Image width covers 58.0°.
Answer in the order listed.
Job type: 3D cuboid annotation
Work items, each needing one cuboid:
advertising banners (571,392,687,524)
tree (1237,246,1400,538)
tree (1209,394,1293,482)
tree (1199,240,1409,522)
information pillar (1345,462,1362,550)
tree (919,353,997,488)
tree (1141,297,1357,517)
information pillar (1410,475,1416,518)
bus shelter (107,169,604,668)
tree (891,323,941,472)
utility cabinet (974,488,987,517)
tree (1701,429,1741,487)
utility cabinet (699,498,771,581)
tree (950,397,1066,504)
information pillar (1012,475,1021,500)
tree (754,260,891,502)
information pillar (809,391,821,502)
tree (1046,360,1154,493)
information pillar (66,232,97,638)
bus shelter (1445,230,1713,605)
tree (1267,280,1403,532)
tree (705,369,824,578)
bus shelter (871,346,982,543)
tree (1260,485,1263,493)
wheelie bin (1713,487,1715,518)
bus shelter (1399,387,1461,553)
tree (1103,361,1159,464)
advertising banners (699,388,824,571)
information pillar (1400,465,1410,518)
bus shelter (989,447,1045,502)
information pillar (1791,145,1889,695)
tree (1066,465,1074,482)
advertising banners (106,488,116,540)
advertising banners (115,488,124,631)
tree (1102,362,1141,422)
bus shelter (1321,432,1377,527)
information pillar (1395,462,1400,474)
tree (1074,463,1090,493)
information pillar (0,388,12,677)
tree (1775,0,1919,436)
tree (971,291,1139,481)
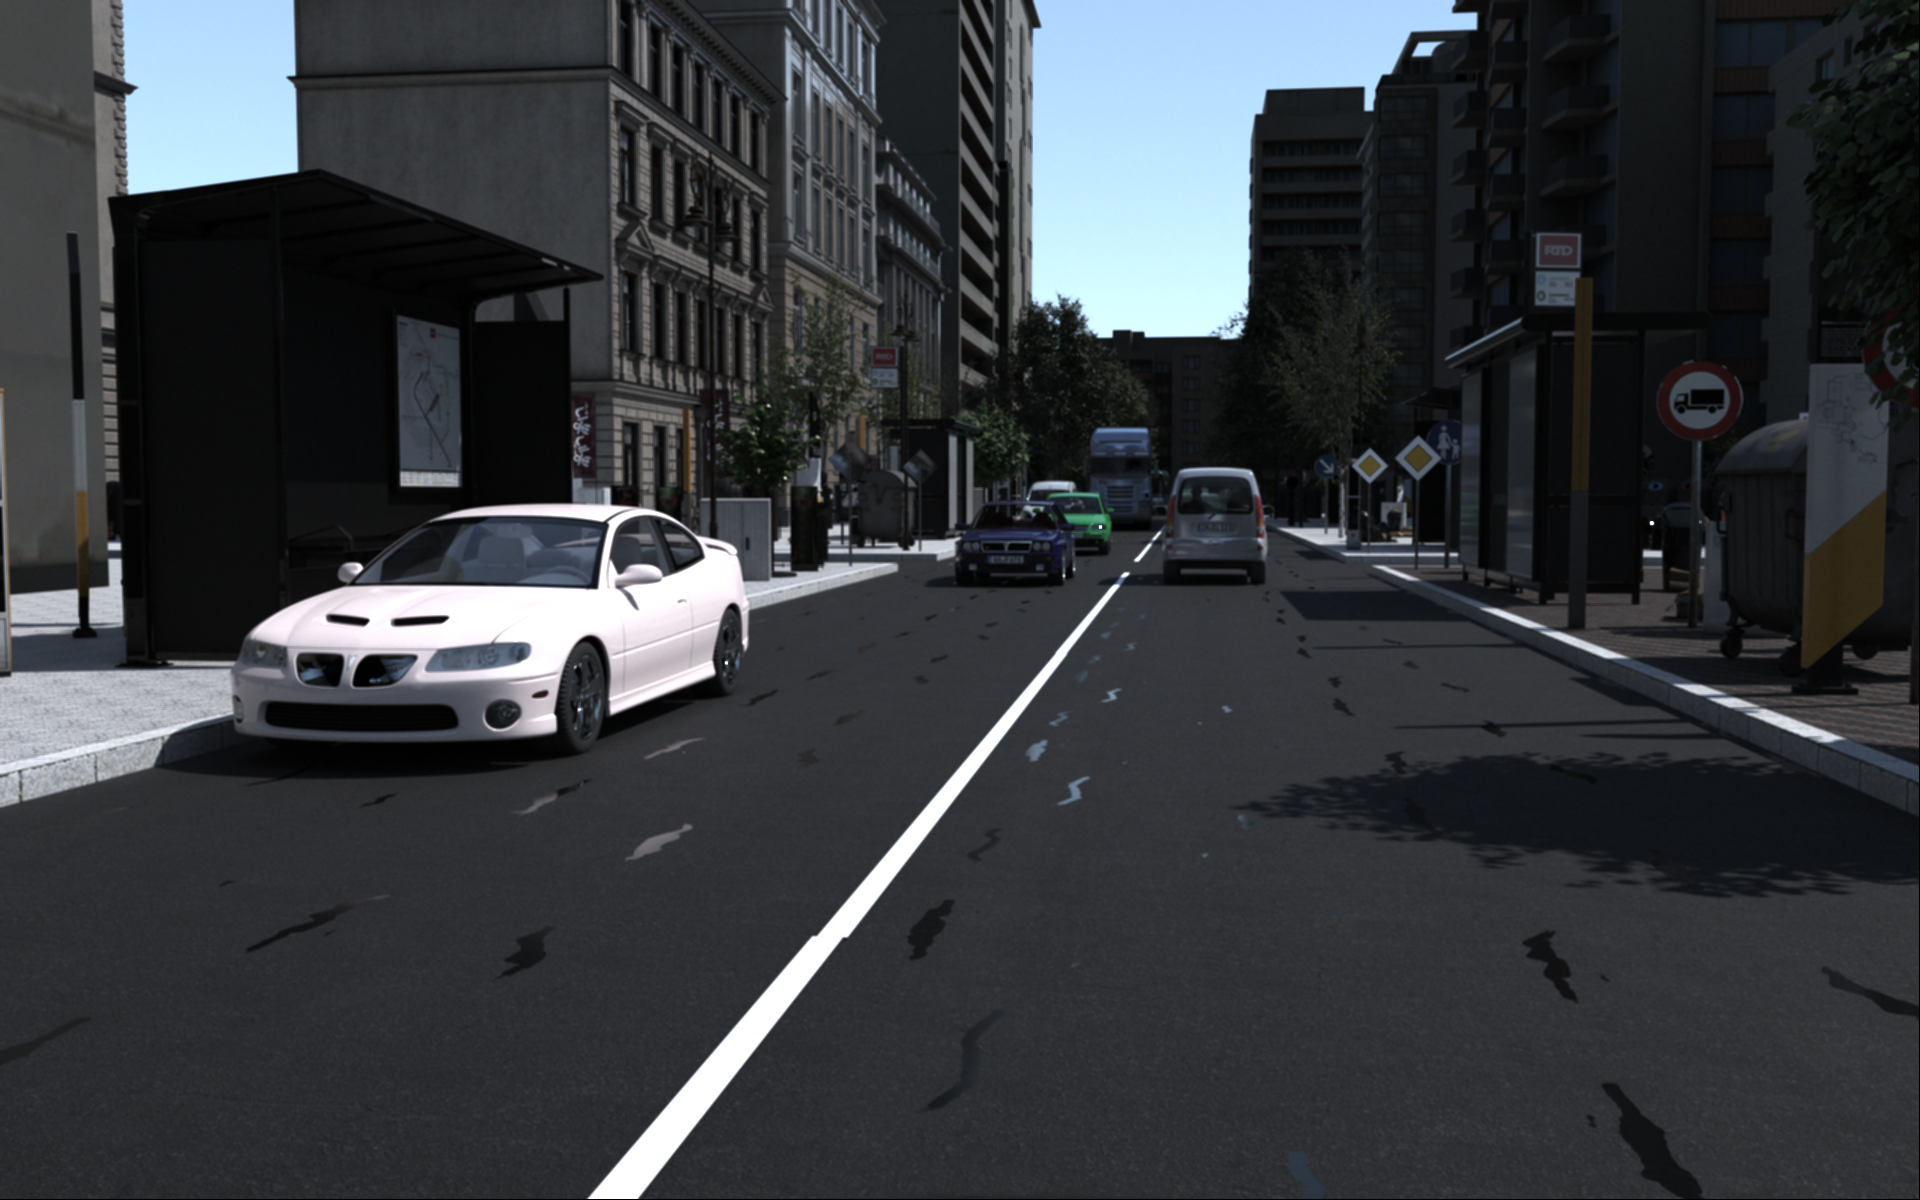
[{"bbox_3d":[-5.771,-2.066,29.963,2.074,3.025,0.090,-1,4,-19],"label":"advertising banners"},{"bbox_3d":[10.970,-6.128,50.557,4.360,8.622,3.978,0,3,0],"label":"tree"},{"bbox_3d":[24.378,-13.195,141.492,9.928,11.665,9.643,0,3,0],"label":"tree"},{"bbox_3d":[15.483,-9.867,78.332,9.611,12.733,9.660,0,3,0],"label":"tree"},{"bbox_3d":[9.084,-2.164,39.881,0.304,2.012,0.304,1,4,21],"label":"information pillar"},{"bbox_3d":[-0.133,-8.521,89.677,4.360,8.622,3.978,0,3,0],"label":"tree"},{"bbox_3d":[17.577,-11.303,95.176,12.009,13.543,11.850,0,3,0],"label":"tree"},{"bbox_3d":[18.896,-4.900,71.469,0.183,3.616,0.504,-1,4,-12],"label":"information pillar"},{"bbox_3d":[-5.069,-1.496,15.741,1.731,3.624,6.357,0,4,7],"label":"bus shelter"},{"bbox_3d":[-2.542,-7.436,71.945,4.737,8.622,4.395,0,3,0],"label":"tree"},{"bbox_3d":[0.422,-3.465,65.324,1.173,1.500,0.318,1,4,16],"label":"utility cabinet"},{"bbox_3d":[22.847,-3.463,51.218,1.663,3.219,1.824,0,3,0],"label":"tree"},{"bbox_3d":[-3.314,-0.882,25.578,1.020,1.237,0.306,0,4,0],"label":"utility cabinet"},{"bbox_3d":[0.822,-4.602,58.957,4.285,4.588,4.351,0,3,0],"label":"tree"},{"bbox_3d":[2.089,-3.727,65.421,0.304,2.012,0.304,2,4,28],"label":"information pillar"},{"bbox_3d":[-4.514,-6.405,55.090,4.737,8.622,4.395,0,3,0],"label":"tree"},{"bbox_3d":[-3.330,-2.958,39.722,0.183,3.616,0.504,1,4,17],"label":"information pillar"},{"bbox_3d":[8.257,-10.833,111.529,8.767,10.594,7.601,0,4,3],"label":"tree"},{"bbox_3d":[-7.838,-1.471,15.405,0.183,3.616,0.504,-2,4,-29],"label":"information pillar"},{"bbox_3d":[8.115,-2.849,24.209,2.179,5.291,8.768,0,4,7],"label":"bus shelter"},{"bbox_3d":[12.764,-6.637,58.877,4.737,8.622,4.395,0,3,0],"label":"tree"},{"bbox_3d":[-3.116,-1.984,27.047,1.663,3.219,1.824,0,3,0],"label":"tree"},{"bbox_3d":[-0.993,-4.401,49.595,2.179,5.291,8.768,0,4,8],"label":"bus shelter"},{"bbox_3d":[25.500,-9.443,148.992,1.663,3.219,1.824,0,3,0],"label":"tree"},{"bbox_3d":[21.859,-2.557,49.717,0.693,1.594,0.980,3,5,40],"label":"wheelie bin"},{"bbox_3d":[11.615,-3.041,40.997,1.731,3.624,6.357,0,4,8],"label":"bus shelter"},{"bbox_3d":[13.160,-13.986,146.791,7.486,12.596,7.792,0,3,0],"label":"tree"},{"bbox_3d":[-3.306,-1.991,28.734,2.074,3.025,0.090,0,4,4],"label":"advertising banners"},{"bbox_3d":[24.405,-6.307,94.471,0.504,3.616,0.183,1,4,19],"label":"information pillar"},{"bbox_3d":[2.251,-4.722,71.136,2.014,3.302,5.546,0,4,8],"label":"bus shelter"},{"bbox_3d":[5.648,-1.204,11.038,0.504,3.616,0.183,0,4,0],"label":"information pillar"},{"bbox_3d":[2.800,-5.865,79.605,4.285,4.588,4.351,0,3,0],"label":"tree"},{"bbox_3d":[-23.772,-3.183,48.232,2.074,3.025,0.090,0,4,2],"label":"advertising banners"},{"bbox_3d":[-7.299,-1.240,16.459,0.090,3.025,2.074,1,4,10],"label":"advertising banners"},{"bbox_3d":[14.812,-15.213,159.105,12.009,13.543,11.850,0,3,0],"label":"tree"},{"bbox_3d":[15.310,-4.713,68.348,1.731,3.624,6.357,0,4,7],"label":"bus shelter"},{"bbox_3d":[28.001,-7.292,110.581,0.504,3.616,0.183,2,4,33],"label":"information pillar"},{"bbox_3d":[8.474,-8.460,122.031,4.285,4.588,4.351,0,3,0],"label":"tree"},{"bbox_3d":[-6.857,-0.466,12.107,0.304,2.012,0.304,-3,5,-41],"label":"information pillar"},{"bbox_3d":[5.610,-1.498,8.199,4.285,4.588,4.351,0,3,0],"label":"tree"},{"bbox_3d":[5.409,-11.078,98.138,9.611,12.733,9.660,0,3,0],"label":"tree"}]
